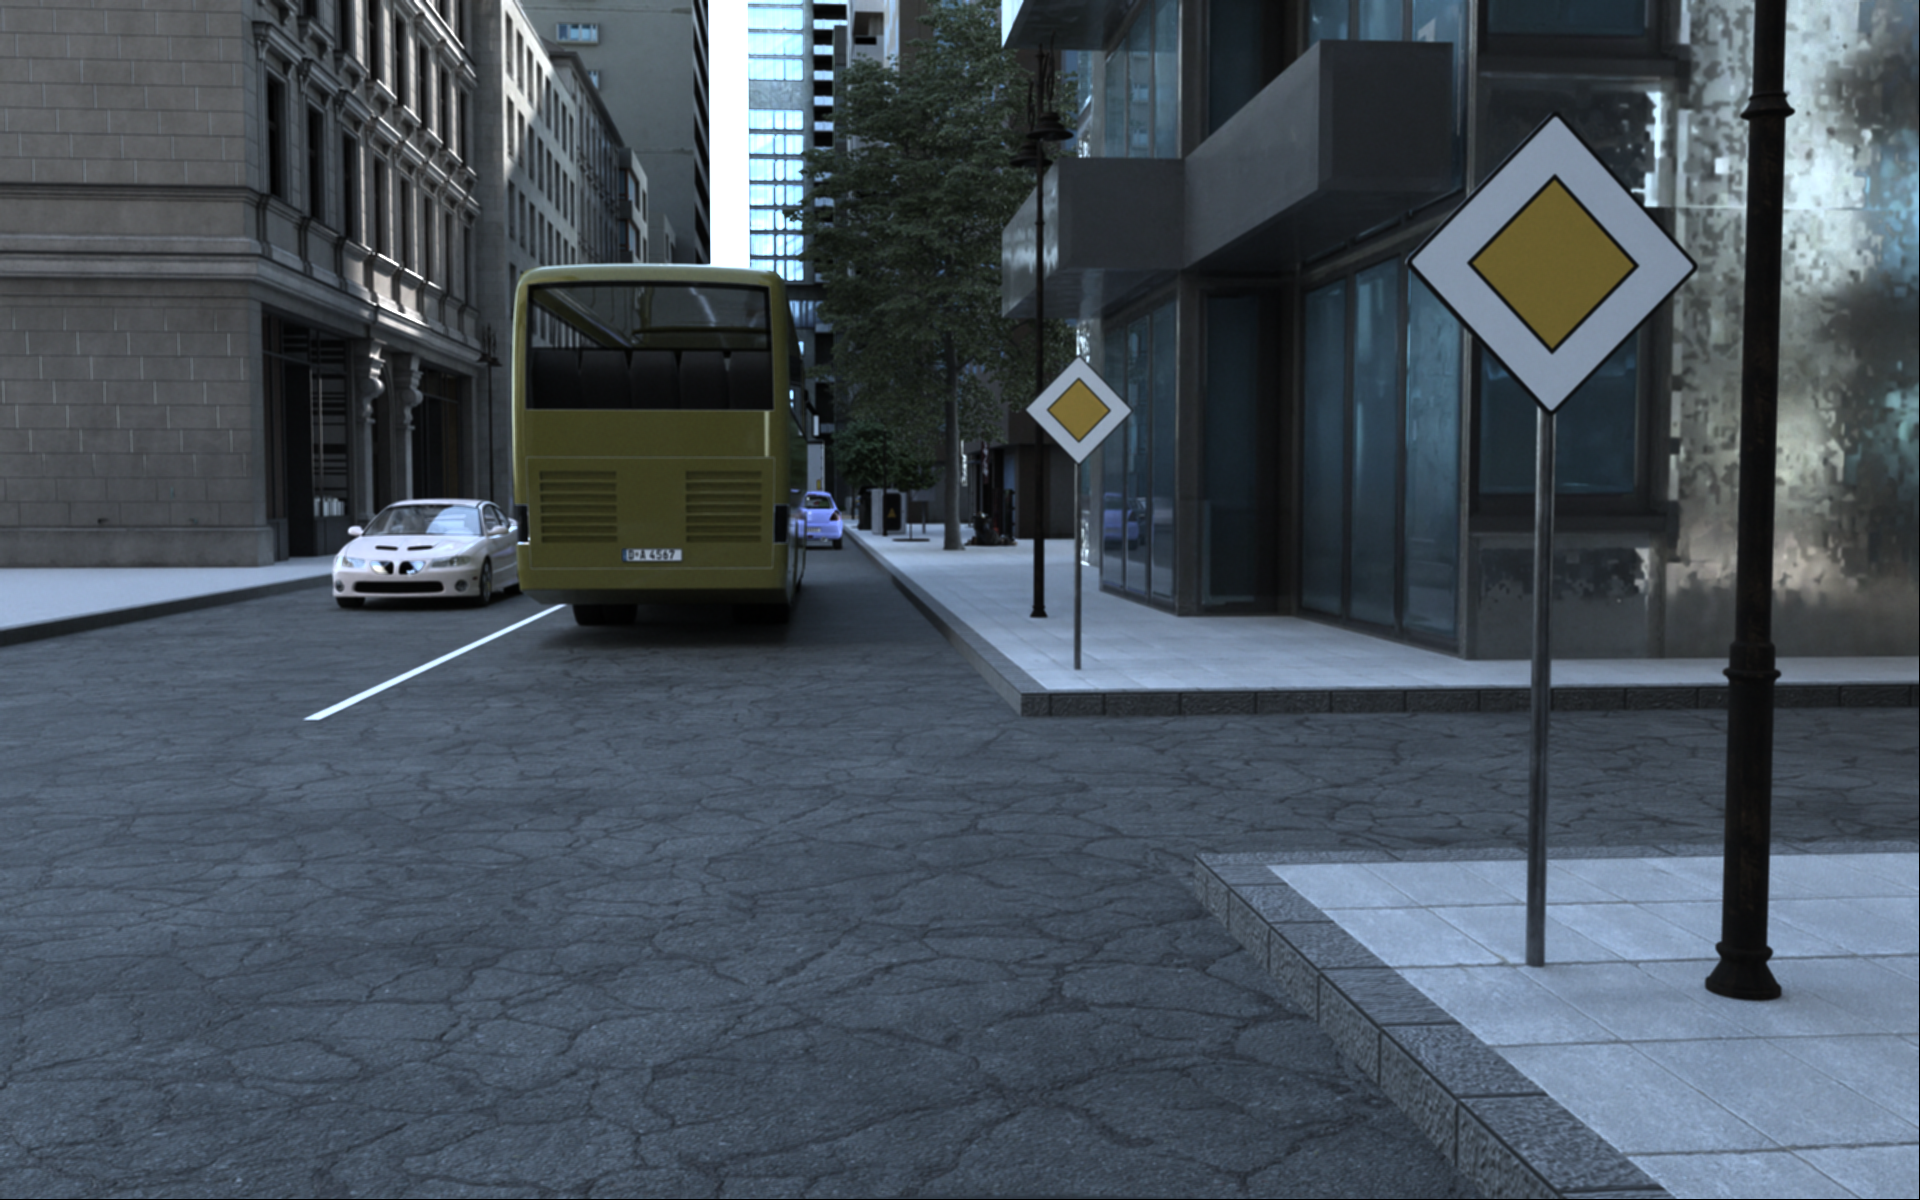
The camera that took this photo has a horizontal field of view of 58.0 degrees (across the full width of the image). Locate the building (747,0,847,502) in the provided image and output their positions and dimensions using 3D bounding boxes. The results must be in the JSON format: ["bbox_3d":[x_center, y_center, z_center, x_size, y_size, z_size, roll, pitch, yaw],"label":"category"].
[{"bbox_3d":[-10.271,-53.097,180.805,31.000,86.520,22.319,0,4,-5],"label":"building"}]

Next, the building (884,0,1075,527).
[{"bbox_3d":[3.679,-26.329,80.594,14.600,45.320,14.200,0,4,-5],"label":"building"}]

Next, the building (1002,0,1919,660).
[{"bbox_3d":[15.745,-24.640,22.473,30.456,49.044,23.786,0,4,-5],"label":"building"}]

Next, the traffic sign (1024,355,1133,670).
[{"bbox_3d":[0.857,-0.548,12.609,0.795,2.450,0.064,0,4,-5],"label":"traffic sign"}]

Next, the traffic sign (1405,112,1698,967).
[{"bbox_3d":[1.564,-0.062,4.655,0.795,2.450,0.064,0,4,-5],"label":"traffic sign"}]

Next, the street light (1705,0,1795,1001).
[{"bbox_3d":[2.022,-1.927,4.294,0.468,5.910,1.993,0,4,-5],"label":"street light"}]

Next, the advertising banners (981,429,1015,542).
[{"bbox_3d":[0.992,-3.066,46.317,0.090,3.025,2.074,-1,4,-23],"label":"advertising banners"}]

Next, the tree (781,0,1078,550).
[{"bbox_3d":[-0.164,-7.396,39.056,7.486,12.596,7.792,0,3,0],"label":"tree"}]

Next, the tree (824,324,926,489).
[{"bbox_3d":[-3.350,-7.395,71.263,4.360,8.622,3.978,0,3,0],"label":"tree"}]

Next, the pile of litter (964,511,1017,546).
[{"bbox_3d":[0.714,-1.789,43.222,1.176,0.858,1.719,-2,4,-30],"label":"pile of litter"}]

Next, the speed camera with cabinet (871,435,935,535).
[{"bbox_3d":[-1.806,-3.735,55.405,2.038,3.252,0.660,-2,4,-29],"label":"speed camera with cabinet"}]

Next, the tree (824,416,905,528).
[{"bbox_3d":[-3.549,-5.058,66.418,4.285,4.588,4.351,0,3,0],"label":"tree"}]

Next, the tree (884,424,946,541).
[{"bbox_3d":[-1.433,-3.216,47.178,1.663,3.219,1.824,0,3,0],"label":"tree"}]

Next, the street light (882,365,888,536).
[{"bbox_3d":[-2.288,-4.887,52.688,0.468,5.910,1.993,0,4,-5],"label":"street light"}]

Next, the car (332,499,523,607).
[{"bbox_3d":[-7.070,-0.679,23.458,2.083,1.381,4.827,0,4,-5],"label":"car"}]

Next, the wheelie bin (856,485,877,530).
[{"bbox_3d":[-3.219,-3.296,61.798,0.980,1.594,0.693,-2,4,-32],"label":"wheelie bin"}]

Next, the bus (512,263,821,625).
[{"bbox_3d":[-3.263,-1.856,21.900,2.896,3.916,12.252,0,4,-4],"label":"bus"}]

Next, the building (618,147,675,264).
[{"bbox_3d":[-31.396,-15.582,99.806,27.650,21.520,28.899,0,4,-5],"label":"building"}]

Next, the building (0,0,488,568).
[{"bbox_3d":[-16.811,-10.992,30.630,10.553,20.767,40.483,0,4,-5],"label":"building"}]

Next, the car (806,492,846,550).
[{"bbox_3d":[-3.988,-2.226,45.981,1.945,1.707,3.694,0,4,-5],"label":"car"}]

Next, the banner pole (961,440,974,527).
[{"bbox_3d":[0.251,-4.676,66.475,0.401,3.779,0.863,2,4,31],"label":"banner pole"}]

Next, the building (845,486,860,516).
[{"bbox_3d":[8.902,-25.581,110.130,32.217,40.220,23.993,0,4,-5],"label":"building"}]

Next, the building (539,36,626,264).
[{"bbox_3d":[-20.619,-13.915,76.667,9.793,20.994,18.267,0,4,-5],"label":"building"}]

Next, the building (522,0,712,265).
[{"bbox_3d":[-29.209,-30.628,124.476,21.300,48.544,21.600,0,4,-5],"label":"building"}]

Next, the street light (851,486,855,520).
[{"bbox_3d":[-5.387,-6.992,87.109,0.468,5.910,1.993,0,4,-5],"label":"street light"}]

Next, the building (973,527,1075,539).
[{"bbox_3d":[7.604,-24.769,55.078,14.600,45.320,14.200,0,4,-5],"label":"building"}]

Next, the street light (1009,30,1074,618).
[{"bbox_3d":[0.823,-2.759,17.903,0.468,5.910,1.993,0,4,-5],"label":"street light"}]

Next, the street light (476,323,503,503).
[{"bbox_3d":[-12.738,-4.540,47.017,0.468,5.910,1.993,0,4,-5],"label":"street light"}]

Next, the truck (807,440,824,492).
[{"bbox_3d":[-8.884,-6.464,94.596,2.839,4.237,11.283,0,4,-7],"label":"truck"}]

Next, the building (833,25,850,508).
[{"bbox_3d":[-4.331,-28.873,155.669,14.154,41.232,14.086,0,4,-5],"label":"building"}]

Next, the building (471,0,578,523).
[{"bbox_3d":[-19.419,-12.504,59.194,10.420,20.320,16.860,0,4,-5],"label":"building"}]

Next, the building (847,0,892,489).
[{"bbox_3d":[4.930,-33.399,135.305,28.713,52.752,27.495,0,4,-5],"label":"building"}]
